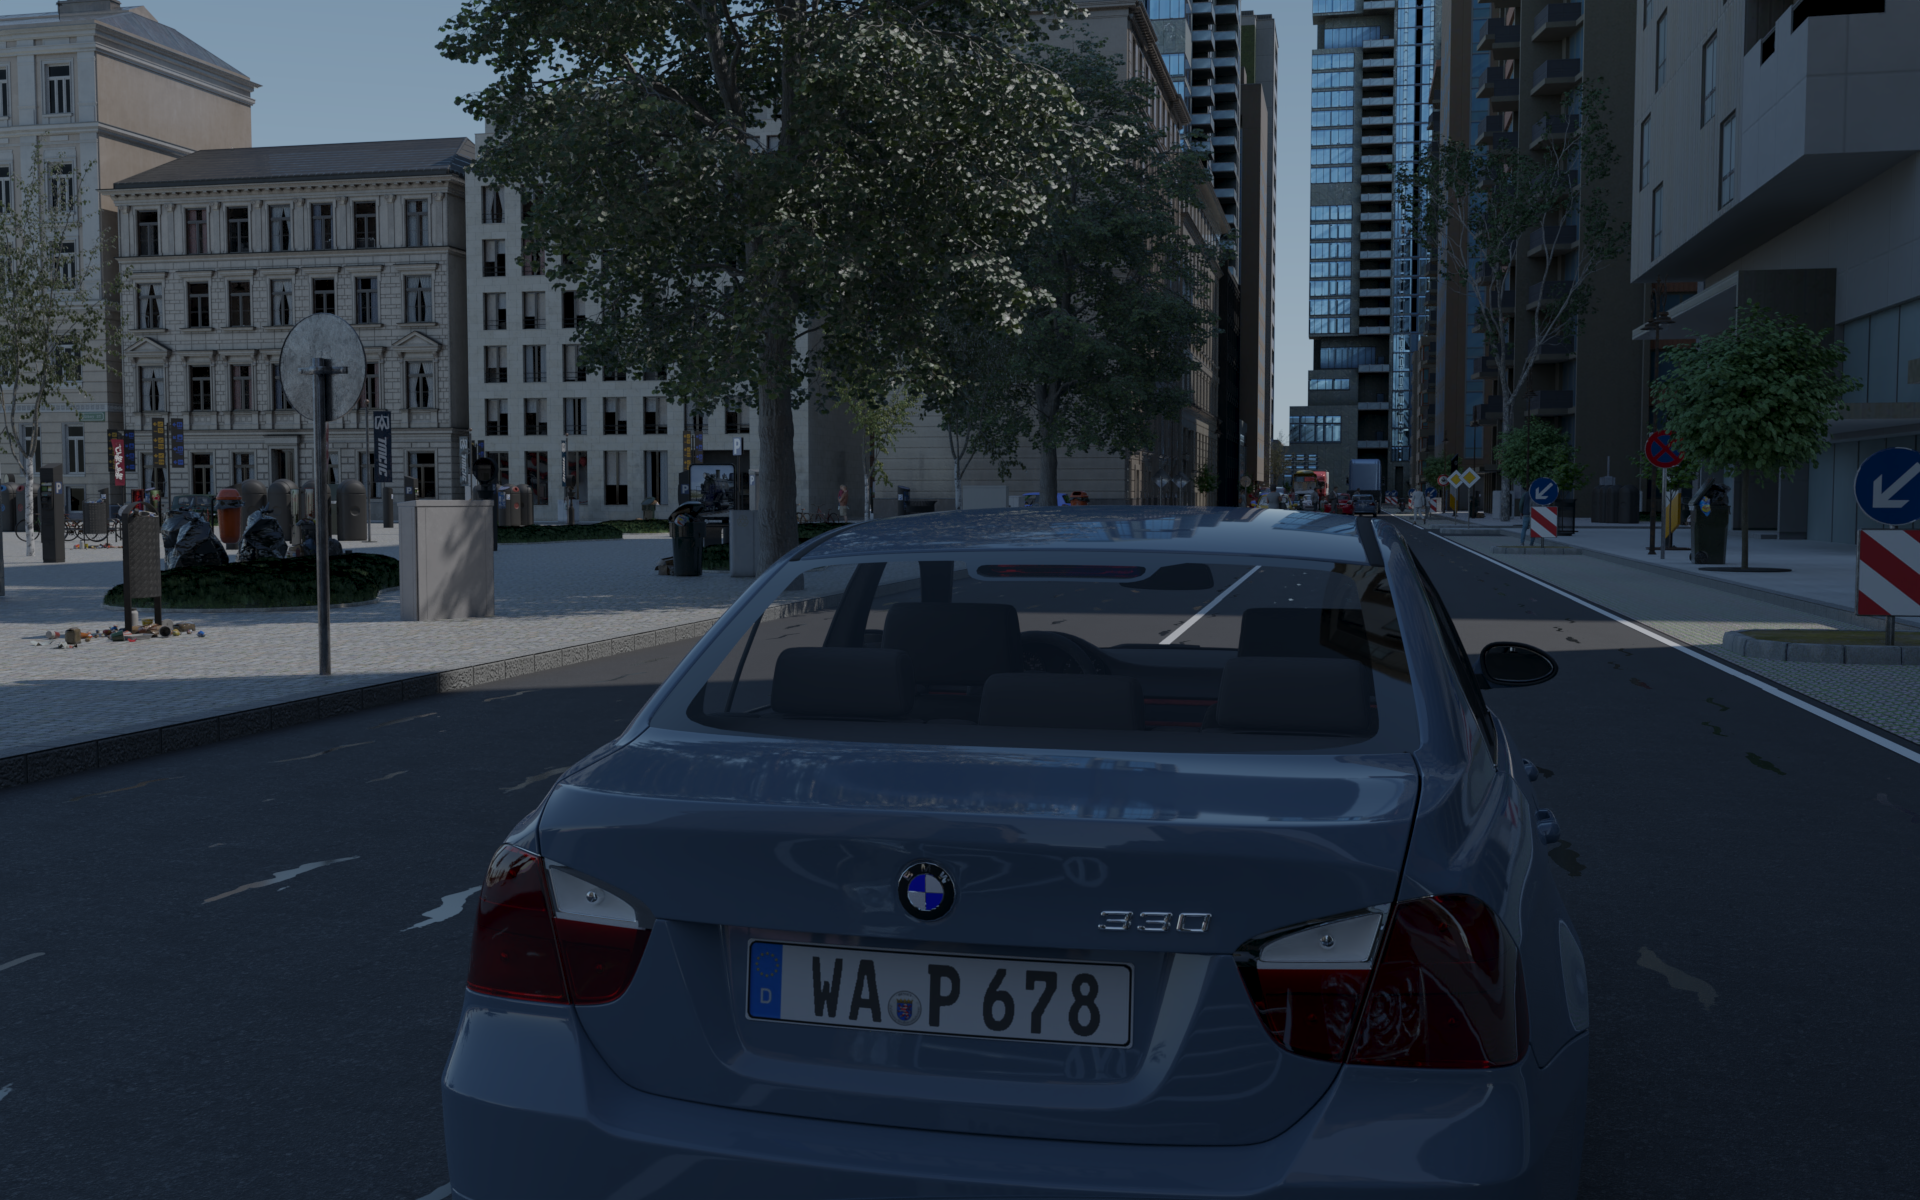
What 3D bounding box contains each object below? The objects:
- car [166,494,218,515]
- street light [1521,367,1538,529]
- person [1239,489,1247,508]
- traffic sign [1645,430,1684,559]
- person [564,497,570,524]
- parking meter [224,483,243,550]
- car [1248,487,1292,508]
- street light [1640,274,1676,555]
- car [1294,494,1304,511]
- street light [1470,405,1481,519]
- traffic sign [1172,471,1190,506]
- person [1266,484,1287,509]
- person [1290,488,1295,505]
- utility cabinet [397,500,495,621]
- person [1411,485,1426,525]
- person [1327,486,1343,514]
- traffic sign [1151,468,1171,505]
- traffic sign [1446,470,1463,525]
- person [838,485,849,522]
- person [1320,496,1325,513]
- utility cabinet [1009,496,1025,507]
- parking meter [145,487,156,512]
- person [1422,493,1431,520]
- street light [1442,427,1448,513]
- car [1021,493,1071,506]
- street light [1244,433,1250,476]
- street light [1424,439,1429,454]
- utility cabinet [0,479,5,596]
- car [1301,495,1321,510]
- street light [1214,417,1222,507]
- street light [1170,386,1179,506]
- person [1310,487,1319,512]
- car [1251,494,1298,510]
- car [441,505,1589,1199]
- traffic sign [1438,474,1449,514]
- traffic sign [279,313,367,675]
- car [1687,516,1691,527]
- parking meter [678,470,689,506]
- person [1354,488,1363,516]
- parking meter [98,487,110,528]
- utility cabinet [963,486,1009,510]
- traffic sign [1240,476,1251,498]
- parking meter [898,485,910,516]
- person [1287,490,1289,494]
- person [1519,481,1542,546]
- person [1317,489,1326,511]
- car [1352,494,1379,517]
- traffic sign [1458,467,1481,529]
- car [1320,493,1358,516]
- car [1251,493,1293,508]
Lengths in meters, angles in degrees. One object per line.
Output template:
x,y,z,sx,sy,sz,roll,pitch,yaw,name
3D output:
-33.924,-4.208,78.580,4.222,1.686,2.009,1,4,11,car
20.674,-5.518,63.007,0.468,5.910,1.993,1,4,13,street light
15.661,-5.290,95.993,0.522,1.701,0.512,-3,4,-36,person
13.868,-2.079,34.105,0.768,2.556,0.104,1,4,14,traffic sign
-17.344,-3.917,76.826,0.394,1.301,0.425,1,4,19,person
-16.737,-1.927,39.913,0.372,1.533,0.369,0,3,0,parking meter
16.626,-5.134,92.618,2.281,1.827,5.304,1,4,14,car
14.666,-3.898,36.523,0.468,5.910,1.993,1,4,13,street light
23.504,-6.946,123.357,2.009,1.686,4.222,1,4,13,car
26.816,-7.186,90.279,0.468,5.910,1.993,1,4,13,street light
9.440,-4.311,74.120,0.795,2.450,0.064,1,4,13,traffic sign
10.840,-3.076,59.144,0.716,1.782,0.532,2,4,29,person
20.552,-6.047,107.375,0.388,1.821,0.555,-2,4,-26,person
-5.310,-0.414,17.923,0.306,1.237,1.020,2,4,33,utility cabinet
21.233,-4.390,80.158,0.514,1.842,0.818,-2,4,-26,person
19.456,-4.997,90.167,0.822,1.834,0.622,3,5,39,person
7.697,-3.834,66.327,0.795,2.450,0.064,1,4,13,traffic sign
20.507,-4.158,71.633,0.795,2.450,0.064,1,4,13,traffic sign
-4.876,-3.927,72.679,0.580,1.828,0.573,3,5,44,person
20.096,-5.106,96.229,0.590,1.304,0.306,-2,4,-30,person
2.067,-3.315,65.359,0.306,1.237,1.020,-2,4,-29,utility cabinet
-30.574,-3.488,65.433,0.372,1.533,0.369,0,3,0,parking meter
25.307,-5.060,93.830,0.503,1.515,0.523,3,5,40,person
32.709,-8.807,116.789,0.468,5.910,1.993,1,4,13,street light
2.970,-3.773,71.276,3.694,1.707,1.945,1,4,14,car
21.226,-9.531,128.625,0.468,5.910,1.993,1,4,13,street light
38.814,-10.473,144.023,0.468,5.910,1.993,1,4,13,street light
-12.082,-0.747,20.896,0.318,1.500,1.173,1,4,10,utility cabinet
31.071,-8.615,153.215,2.083,1.381,4.827,1,4,11,car
15.110,-7.876,101.561,0.468,5.910,1.993,1,4,13,street light
9.099,-6.213,74.374,0.468,5.910,1.993,1,4,13,street light
21.523,-5.932,105.336,0.661,1.843,0.795,-3,5,-42,person
14.031,-4.092,77.128,2.015,1.641,3.980,1,4,13,car
0.472,0.470,4.311,2.014,1.417,4.499,1,4,14,car
31.377,-6.869,112.417,0.768,2.556,0.104,1,4,14,traffic sign
-4.509,-0.741,12.223,0.768,2.556,0.104,1,4,21,traffic sign
30.493,-3.306,66.413,4.827,1.381,2.083,1,4,14,car
-6.330,-2.113,40.254,0.399,1.863,0.255,1,4,21,parking meter
26.005,-6.415,113.479,0.850,1.850,0.679,3,4,36,person
-32.421,-3.496,65.574,0.372,1.533,0.369,0,3,0,parking meter
0.675,-2.235,45.223,1.173,1.500,0.318,1,4,15,utility cabinet
20.286,-7.522,123.084,0.768,2.556,0.104,1,4,17,traffic sign
-1.646,-2.595,50.832,0.372,1.533,0.369,0,3,0,parking meter
27.343,-8.292,144.349,0.850,1.792,0.678,1,4,12,person
14.983,-2.237,45.428,0.623,1.781,0.721,1,4,21,person
30.925,-8.575,148.646,1.348,1.831,0.705,-2,4,-24,person
25.125,-5.873,108.025,2.014,1.417,4.499,1,4,14,car
18.764,-3.682,63.840,0.795,2.450,0.064,1,4,13,traffic sign
22.124,-5.636,101.195,2.155,1.783,4.494,1,4,14,car
14.686,-4.396,81.460,1.945,1.707,3.694,1,4,12,car
